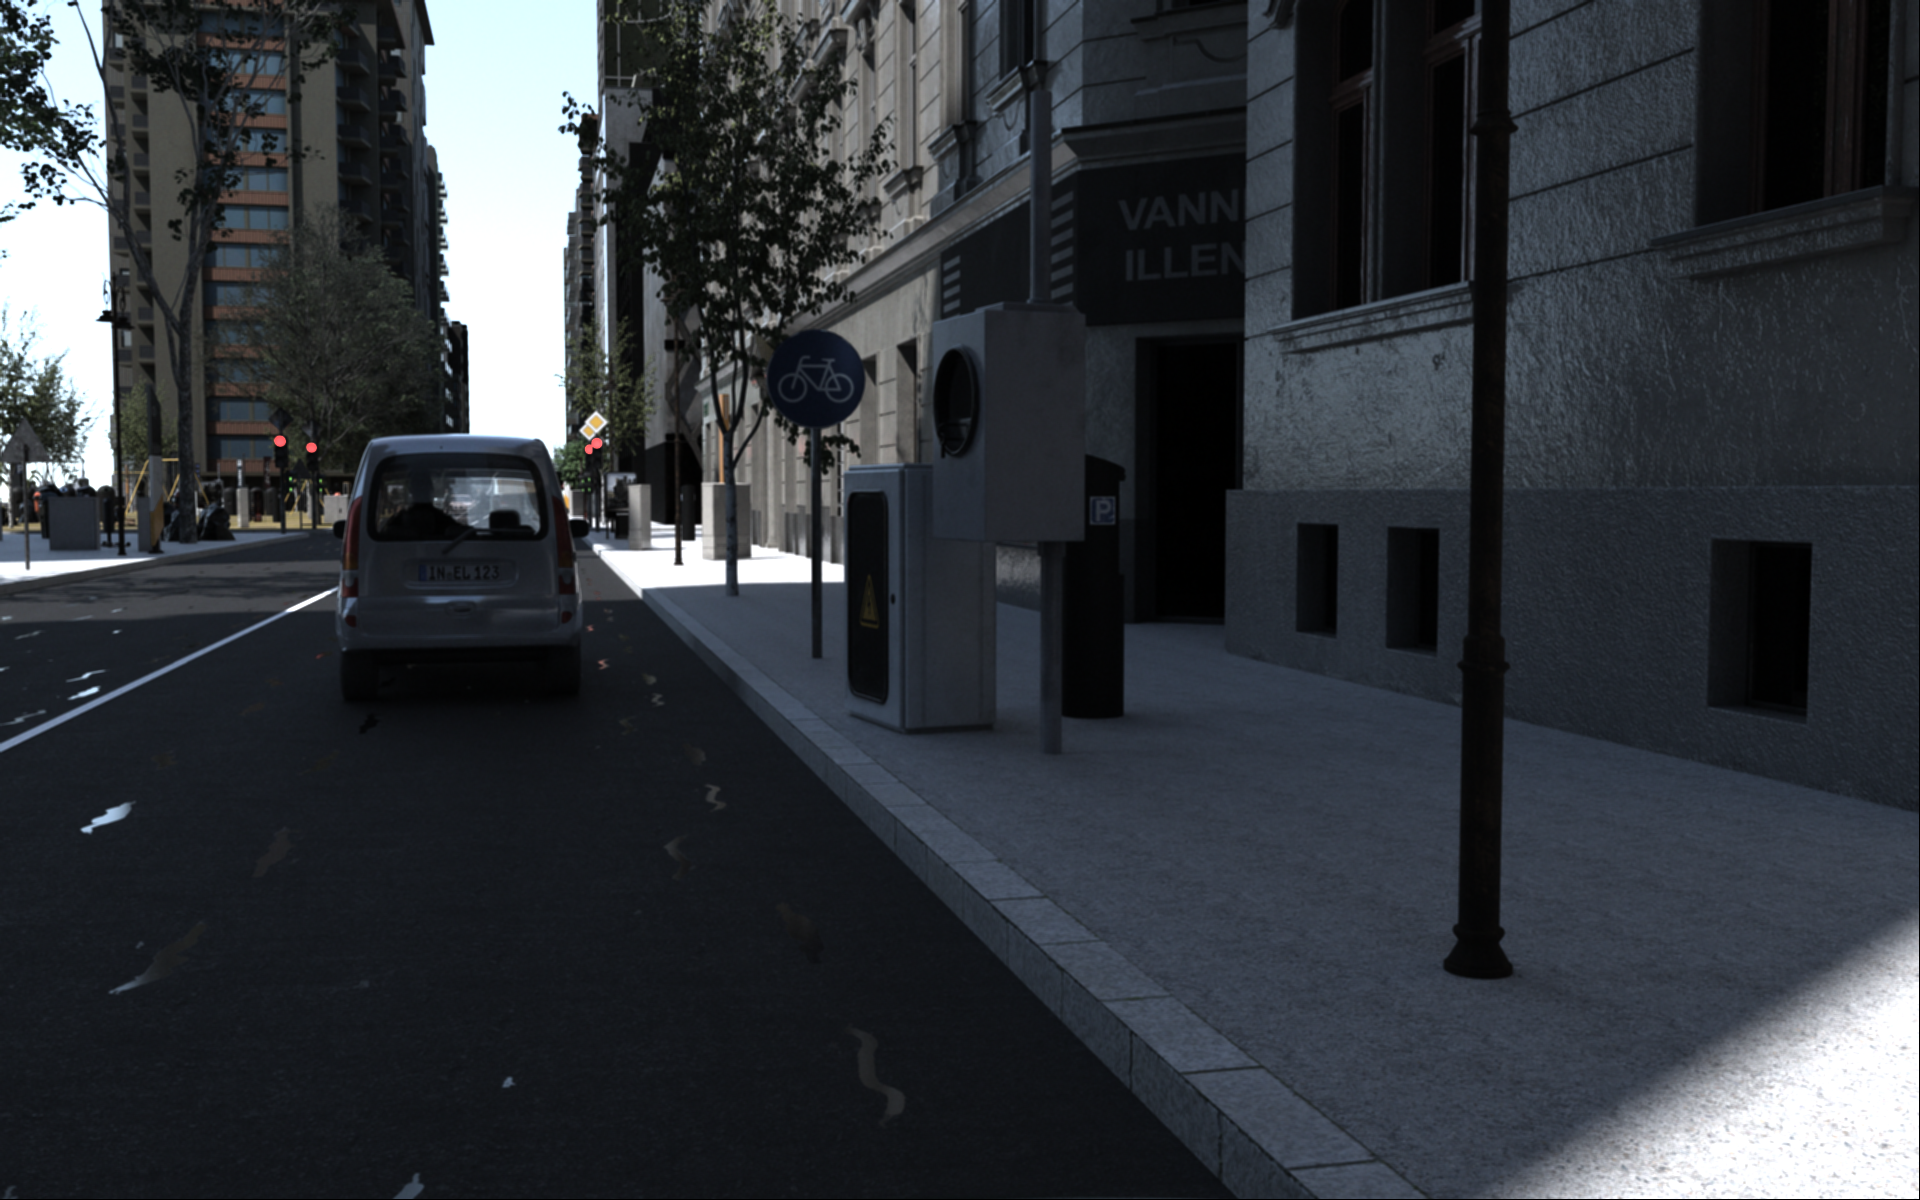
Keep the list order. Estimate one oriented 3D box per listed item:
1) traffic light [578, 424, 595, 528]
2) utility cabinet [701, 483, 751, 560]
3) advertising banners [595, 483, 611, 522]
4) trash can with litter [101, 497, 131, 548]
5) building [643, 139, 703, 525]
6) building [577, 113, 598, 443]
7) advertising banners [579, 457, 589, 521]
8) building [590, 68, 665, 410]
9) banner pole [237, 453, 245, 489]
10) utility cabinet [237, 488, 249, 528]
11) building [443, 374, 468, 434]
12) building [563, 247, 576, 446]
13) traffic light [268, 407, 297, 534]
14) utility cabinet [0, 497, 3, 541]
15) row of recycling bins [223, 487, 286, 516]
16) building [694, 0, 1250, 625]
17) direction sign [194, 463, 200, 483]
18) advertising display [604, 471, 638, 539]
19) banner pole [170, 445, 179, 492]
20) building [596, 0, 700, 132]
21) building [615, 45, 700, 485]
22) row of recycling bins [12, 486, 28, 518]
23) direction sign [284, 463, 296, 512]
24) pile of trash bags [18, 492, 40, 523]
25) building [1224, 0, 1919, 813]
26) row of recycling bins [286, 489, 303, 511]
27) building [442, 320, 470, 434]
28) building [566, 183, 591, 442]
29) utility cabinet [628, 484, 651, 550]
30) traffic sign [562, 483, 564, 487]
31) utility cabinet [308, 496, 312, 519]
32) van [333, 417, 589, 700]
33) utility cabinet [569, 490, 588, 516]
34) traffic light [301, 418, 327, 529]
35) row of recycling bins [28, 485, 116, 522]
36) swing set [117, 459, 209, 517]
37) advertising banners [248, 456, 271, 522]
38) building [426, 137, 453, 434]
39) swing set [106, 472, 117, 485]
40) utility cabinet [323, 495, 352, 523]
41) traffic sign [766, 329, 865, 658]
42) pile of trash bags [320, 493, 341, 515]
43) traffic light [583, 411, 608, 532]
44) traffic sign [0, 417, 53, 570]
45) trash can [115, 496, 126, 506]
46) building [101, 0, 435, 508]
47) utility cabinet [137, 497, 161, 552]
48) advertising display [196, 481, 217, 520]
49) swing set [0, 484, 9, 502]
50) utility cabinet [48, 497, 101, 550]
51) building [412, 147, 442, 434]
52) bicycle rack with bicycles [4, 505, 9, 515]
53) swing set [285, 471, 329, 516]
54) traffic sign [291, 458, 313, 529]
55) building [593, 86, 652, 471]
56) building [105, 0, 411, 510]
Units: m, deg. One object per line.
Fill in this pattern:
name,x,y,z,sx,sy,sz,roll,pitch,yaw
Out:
traffic light,-14.122,-4.714,65.993,0.839,4.253,0.868,-1,4,-14
utility cabinet,-4.555,-1.542,33.883,0.318,1.500,1.173,2,4,30
advertising banners,-16.297,-5.060,78.912,0.090,3.025,2.074,1,4,10
trash can with litter,-20.766,-1.895,42.049,1.678,1.210,2.233,-2,4,-29
building,-5.385,-12.920,78.697,16.811,18.784,16.820,-1,4,-14
building,-32.413,-33.323,199.451,22.147,44.769,28.867,-1,4,-14
advertising banners,-17.927,-5.301,82.853,0.090,3.025,2.074,0,4,2
building,-16.851,-28.304,154.647,32.217,40.220,23.993,-1,4,-14
banner pole,-43.988,-7.099,106.085,0.863,3.779,0.401,2,4,28
utility cabinet,-27.160,-3.480,65.574,0.318,1.500,1.173,-2,4,-28
building,-88.791,-25.378,259.974,27.650,21.520,28.899,-1,4,-14
building,-58.724,-37.012,288.744,14.154,41.232,14.086,-1,4,-14
traffic light,-21.853,-4.095,55.877,0.839,4.253,0.868,-1,4,-14
utility cabinet,-26.665,-2.210,47.293,0.306,1.237,1.020,1,4,15
row of recycling bins,-42.417,-5.903,103.622,3.534,1.692,1.069,1,4,9
building,4.317,-15.935,36.949,17.030,29.872,44.131,-1,4,-14
direction sign,-56.407,-8.295,127.616,0.876,3.537,0.379,1,4,9
advertising display,-9.659,-2.700,49.362,0.974,1.923,0.123,-2,4,-33
banner pole,-41.008,-6.154,90.642,0.401,3.779,0.863,1,4,22
building,-27.877,-45.020,174.332,20.563,71.187,20.611,-1,4,-14
building,-12.148,-16.203,94.604,12.332,23.373,15.834,-1,4,-14
row of recycling bins,-50.479,-5.317,94.046,1.069,1.692,3.534,0,4,-7
direction sign,-48.910,-8.214,126.299,0.876,3.537,0.379,-1,4,-9
pile of trash bags,-40.872,-4.111,76.975,1.912,1.369,3.447,-2,4,-27
building,10.808,-13.236,3.801,14.401,28.519,23.554,-1,4,-14
row of recycling bins,-50.754,-7.605,131.459,1.069,1.692,3.534,1,4,13
building,-87.405,-31.219,282.129,14.160,30.474,14.107,-1,4,-14
building,-49.062,-39.628,267.530,23.786,49.044,30.456,-1,4,-14
utility cabinet,-7.360,-1.901,39.761,0.318,1.500,1.173,0,4,0
traffic sign,-31.023,-8.362,136.729,0.884,2.594,0.081,0,4,-6
utility cabinet,-33.109,-4.730,88.494,0.306,1.237,1.020,-1,4,-15
van,-3.897,-0.402,13.578,2.013,2.044,4.112,-1,4,-15
utility cabinet,-21.892,-5.546,99.359,0.318,1.500,1.173,2,4,34
traffic light,-23.748,-4.570,63.635,0.839,4.253,0.868,-1,4,-14
row of recycling bins,-40.884,-4.463,80.084,3.534,1.692,1.069,0,4,-6
swing set,-35.536,-4.914,77.963,3.119,2.851,2.862,2,4,32
advertising banners,-32.496,-5.128,80.031,0.090,3.025,2.074,1,4,18
building,-79.797,-37.384,230.833,23.786,49.044,30.456,-1,4,-14
swing set,-59.187,-7.710,123.670,3.119,2.851,2.862,-2,4,-27
utility cabinet,-27.675,-4.017,76.845,1.020,1.237,0.306,-1,4,-11
traffic sign,-1.119,-0.819,13.496,0.768,2.556,0.104,0,4,-5
pile of trash bags,-38.415,-5.883,105.937,1.912,1.369,3.447,-2,4,-34
traffic light,-12.228,-4.239,58.235,0.839,4.253,0.868,-1,4,-14
traffic sign,-15.772,-1.787,29.229,0.884,2.594,0.081,0,4,-6
trash can,-50.417,-5.643,103.911,0.748,1.137,0.748,0,3,0
building,-67.974,-35.768,174.038,28.713,52.752,27.495,-1,4,-14
utility cabinet,-18.295,-1.707,39.064,0.306,1.237,1.020,-1,4,-14
advertising display,-36.255,-4.782,83.400,0.123,1.923,0.974,3,4,39
swing set,-64.686,-7.239,115.971,2.862,2.851,3.119,-1,4,-21
utility cabinet,-20.290,-1.745,39.692,1.020,1.237,0.306,0,4,-7
building,-66.715,-31.390,196.821,14.154,41.232,14.086,-1,4,-14
bicycle rack with bicycles,-57.019,-5.650,105.756,2.925,0.926,2.852,0,4,-8
swing set,-38.375,-6.392,102.133,2.862,2.851,3.119,0,4,-8
traffic sign,-23.869,-3.833,62.677,0.884,2.594,0.081,-1,4,-11
building,-17.040,-17.965,111.742,12.078,24.808,19.932,-1,4,-14
building,-58.888,-30.147,147.522,22.147,44.769,28.867,-1,4,-14
